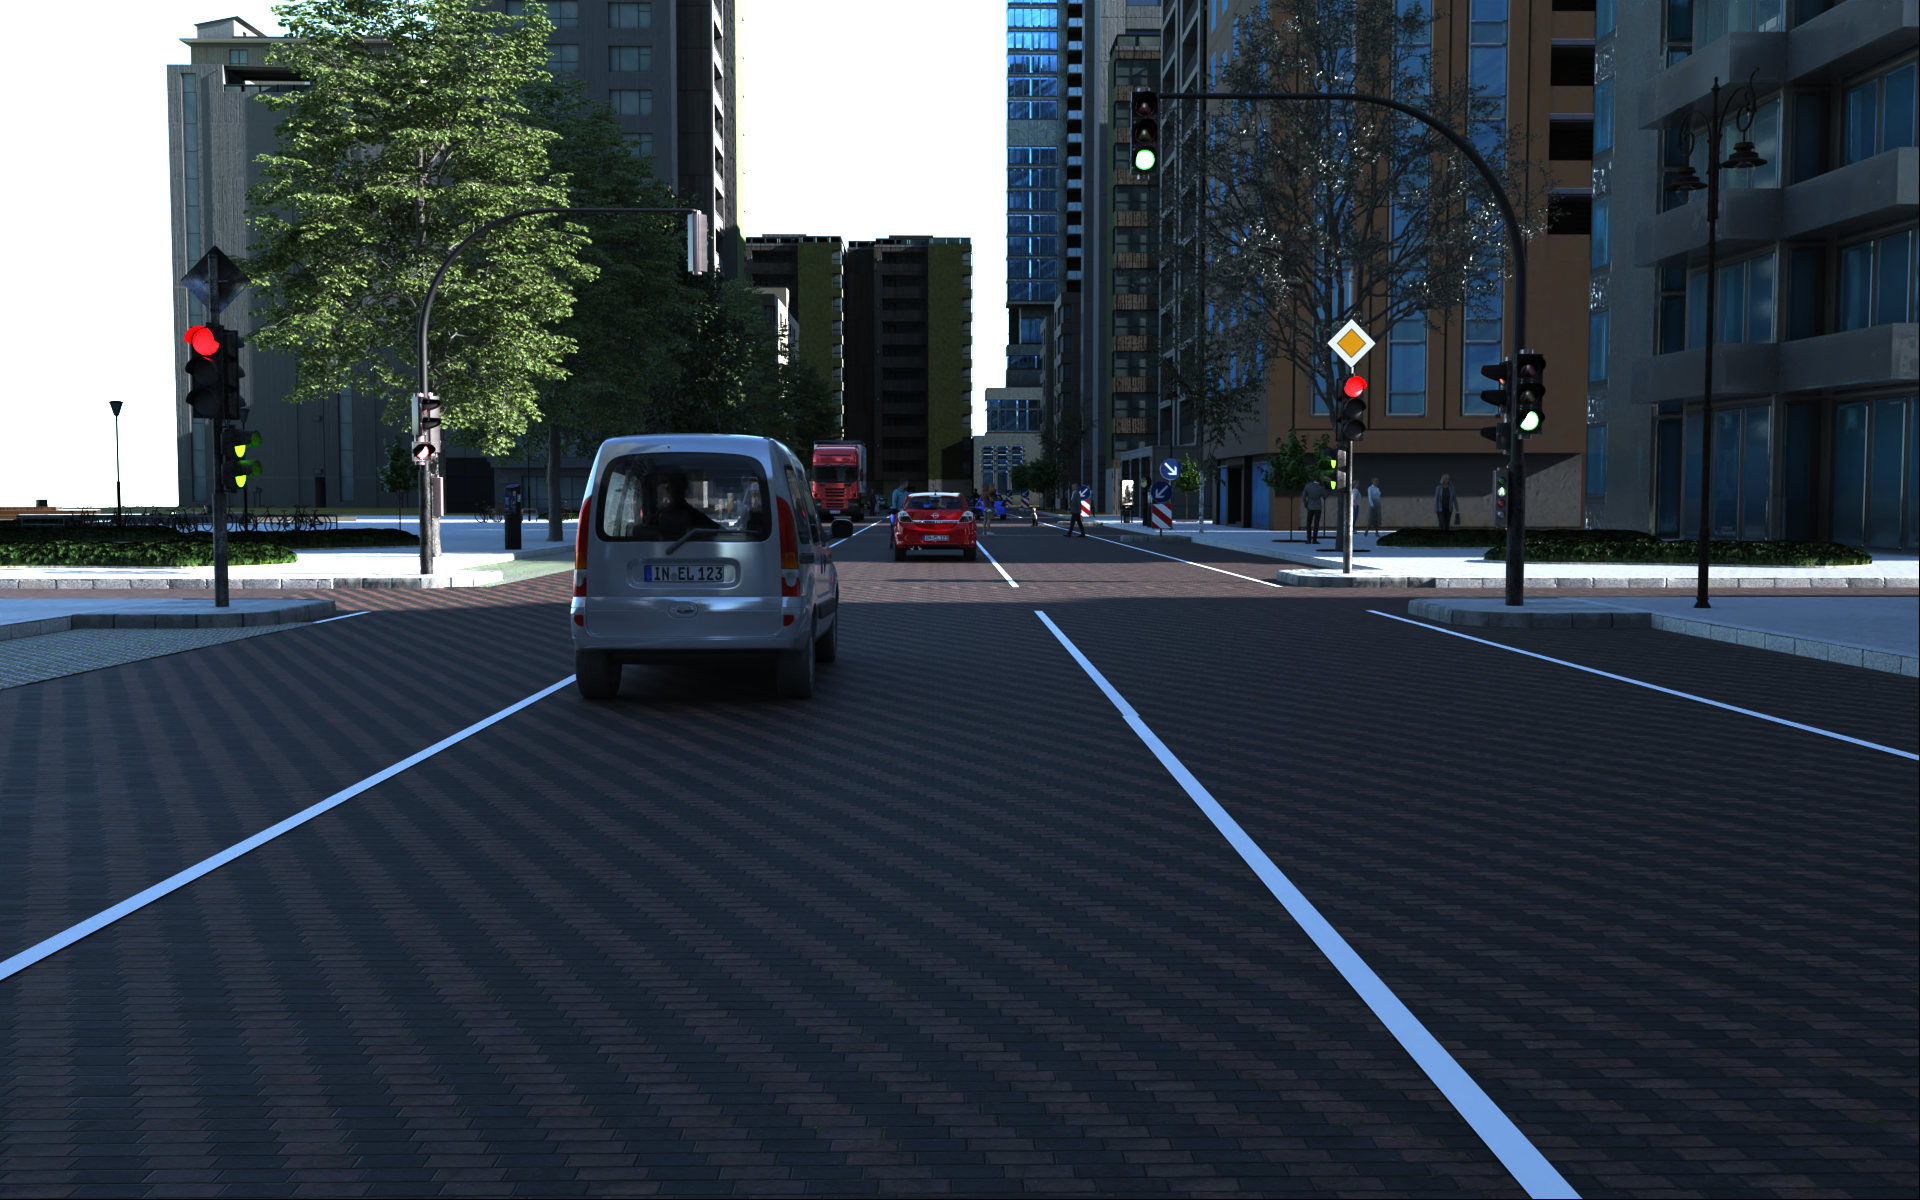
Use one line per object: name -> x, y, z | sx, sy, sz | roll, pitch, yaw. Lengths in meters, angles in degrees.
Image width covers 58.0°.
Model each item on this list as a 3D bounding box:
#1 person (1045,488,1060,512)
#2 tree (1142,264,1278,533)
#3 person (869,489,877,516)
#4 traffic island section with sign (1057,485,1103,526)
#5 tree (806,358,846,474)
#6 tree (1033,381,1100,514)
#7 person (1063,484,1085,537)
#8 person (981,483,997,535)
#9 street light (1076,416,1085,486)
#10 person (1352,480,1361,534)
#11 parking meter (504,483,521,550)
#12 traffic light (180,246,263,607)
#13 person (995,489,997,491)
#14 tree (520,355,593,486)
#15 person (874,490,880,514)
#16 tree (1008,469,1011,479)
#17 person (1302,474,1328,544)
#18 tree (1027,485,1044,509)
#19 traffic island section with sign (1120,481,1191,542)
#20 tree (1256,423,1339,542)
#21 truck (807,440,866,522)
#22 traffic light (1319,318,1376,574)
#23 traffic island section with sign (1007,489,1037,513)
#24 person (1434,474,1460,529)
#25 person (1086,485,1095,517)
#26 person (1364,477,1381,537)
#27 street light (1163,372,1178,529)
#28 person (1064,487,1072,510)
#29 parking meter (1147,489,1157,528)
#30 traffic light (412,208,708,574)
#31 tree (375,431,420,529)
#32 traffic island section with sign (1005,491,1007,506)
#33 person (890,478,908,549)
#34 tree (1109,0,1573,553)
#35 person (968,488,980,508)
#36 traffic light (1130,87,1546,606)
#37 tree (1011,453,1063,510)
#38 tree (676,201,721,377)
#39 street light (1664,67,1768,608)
person -> 6.781, -7.331, 126.630 | 1.217, 1.735, 0.721 | 2, 4, 34
tree -> 8.096, -6.469, 56.131 | 4.360, 8.622, 3.978 | 0, 3, 0
person -> -5.754, -6.472, 114.864 | 0.434, 1.755, 0.990 | 2, 4, 29
traffic island section with sign -> 5.491, -4.336, 79.517 | 1.989, 1.847, 2.006 | 0, 4, -1
tree -> -13.032, -13.700, 142.124 | 7.486, 12.596, 7.792 | 0, 3, 0
tree -> 6.817, -9.881, 111.916 | 4.360, 8.622, 3.978 | 0, 3, 0
person -> 3.773, -2.971, 57.481 | 0.834, 1.777, 0.661 | -1, 4, -15
person -> 1.020, -3.212, 60.995 | 0.580, 1.828, 0.573 | 1, 4, 11
street light -> 7.146, -7.944, 102.673 | 0.468, 5.910, 1.993 | 0, 4, -1
person -> 12.583, -2.986, 55.543 | 0.598, 1.740, 0.731 | -1, 4, -9
parking meter -> -10.362, -1.939, 40.120 | 0.372, 1.533, 0.369 | 0, 3, 0
traffic light -> -8.397, -1.878, 19.629 | 0.839, 4.253, 0.868 | 0, 4, -1
person -> 2.804, -7.884, 137.338 | 1.348, 1.831, 0.705 | -1, 4, -11
tree -> -16.901, -7.490, 72.822 | 4.737, 8.622, 4.395 | 0, 3, 0
person -> -6.159, -7.208, 127.027 | 0.551, 1.740, 0.621 | -1, 4, -18
tree -> 6.110, -10.999, 163.545 | 4.285, 4.588, 4.351 | 0, 3, 0
person -> 9.125, -2.346, 44.588 | 0.592, 1.802, 0.473 | 3, 5, 40
tree -> 6.694, -9.203, 145.075 | 1.663, 3.219, 1.824 | 0, 3, 0
traffic island section with sign -> 5.909, -2.687, 52.566 | 1.989, 1.847, 2.006 | 0, 4, -1
tree -> 8.986, -3.170, 46.436 | 1.663, 3.219, 1.824 | 0, 3, 0
truck -> -6.406, -6.329, 92.393 | 2.839, 4.237, 11.283 | 0, 4, -1
traffic light -> 6.239, -2.381, 27.855 | 0.839, 4.253, 0.868 | 0, 4, -1
traffic island section with sign -> 4.726, -7.421, 129.966 | 1.989, 1.847, 2.006 | 0, 4, -1
person -> 12.424, -2.316, 44.086 | 0.709, 1.800, 0.728 | 0, 4, 6
person -> 7.080, -5.460, 95.798 | 0.782, 1.767, 0.515 | 1, 4, 11
person -> 12.292, -2.771, 51.579 | 0.478, 1.798, 0.641 | -2, 4, -24
street light -> 7.812, -5.582, 64.045 | 0.468, 5.910, 1.993 | 0, 4, -1
person -> 8.501, -7.985, 136.576 | 0.705, 1.826, 1.348 | -2, 4, -26
parking meter -> 7.388, -3.556, 66.549 | 0.372, 1.533, 0.369 | 0, 3, 0
traffic light -> -6.430, -3.242, 27.680 | 4.771, 5.953, 1.251 | 0, 4, -1
tree -> -16.929, -3.512, 52.022 | 1.663, 3.219, 1.824 | 0, 3, 0
traffic island section with sign -> 4.294, -9.070, 156.917 | 1.989, 1.847, 2.006 | 0, 4, -1
person -> -1.520, -2.227, 44.781 | 0.638, 1.841, 0.748 | -2, 4, -28
tree -> 8.437, -7.824, 38.292 | 12.009, 13.543, 11.850 | 0, 3, 0
person -> 1.203, -7.790, 135.495 | 1.348, 1.869, 0.705 | -3, 5, -44
traffic light -> 4.272, -2.754, 19.698 | 4.771, 5.953, 1.251 | 0, 4, -1
tree -> 6.803, -9.573, 140.228 | 4.285, 4.588, 4.351 | 0, 3, 0
tree -> -10.610, -7.875, 46.876 | 7.486, 12.596, 7.792 | 0, 3, 0
street light -> 8.374, -2.848, 19.356 | 0.468, 5.910, 1.993 | 0, 4, -1
